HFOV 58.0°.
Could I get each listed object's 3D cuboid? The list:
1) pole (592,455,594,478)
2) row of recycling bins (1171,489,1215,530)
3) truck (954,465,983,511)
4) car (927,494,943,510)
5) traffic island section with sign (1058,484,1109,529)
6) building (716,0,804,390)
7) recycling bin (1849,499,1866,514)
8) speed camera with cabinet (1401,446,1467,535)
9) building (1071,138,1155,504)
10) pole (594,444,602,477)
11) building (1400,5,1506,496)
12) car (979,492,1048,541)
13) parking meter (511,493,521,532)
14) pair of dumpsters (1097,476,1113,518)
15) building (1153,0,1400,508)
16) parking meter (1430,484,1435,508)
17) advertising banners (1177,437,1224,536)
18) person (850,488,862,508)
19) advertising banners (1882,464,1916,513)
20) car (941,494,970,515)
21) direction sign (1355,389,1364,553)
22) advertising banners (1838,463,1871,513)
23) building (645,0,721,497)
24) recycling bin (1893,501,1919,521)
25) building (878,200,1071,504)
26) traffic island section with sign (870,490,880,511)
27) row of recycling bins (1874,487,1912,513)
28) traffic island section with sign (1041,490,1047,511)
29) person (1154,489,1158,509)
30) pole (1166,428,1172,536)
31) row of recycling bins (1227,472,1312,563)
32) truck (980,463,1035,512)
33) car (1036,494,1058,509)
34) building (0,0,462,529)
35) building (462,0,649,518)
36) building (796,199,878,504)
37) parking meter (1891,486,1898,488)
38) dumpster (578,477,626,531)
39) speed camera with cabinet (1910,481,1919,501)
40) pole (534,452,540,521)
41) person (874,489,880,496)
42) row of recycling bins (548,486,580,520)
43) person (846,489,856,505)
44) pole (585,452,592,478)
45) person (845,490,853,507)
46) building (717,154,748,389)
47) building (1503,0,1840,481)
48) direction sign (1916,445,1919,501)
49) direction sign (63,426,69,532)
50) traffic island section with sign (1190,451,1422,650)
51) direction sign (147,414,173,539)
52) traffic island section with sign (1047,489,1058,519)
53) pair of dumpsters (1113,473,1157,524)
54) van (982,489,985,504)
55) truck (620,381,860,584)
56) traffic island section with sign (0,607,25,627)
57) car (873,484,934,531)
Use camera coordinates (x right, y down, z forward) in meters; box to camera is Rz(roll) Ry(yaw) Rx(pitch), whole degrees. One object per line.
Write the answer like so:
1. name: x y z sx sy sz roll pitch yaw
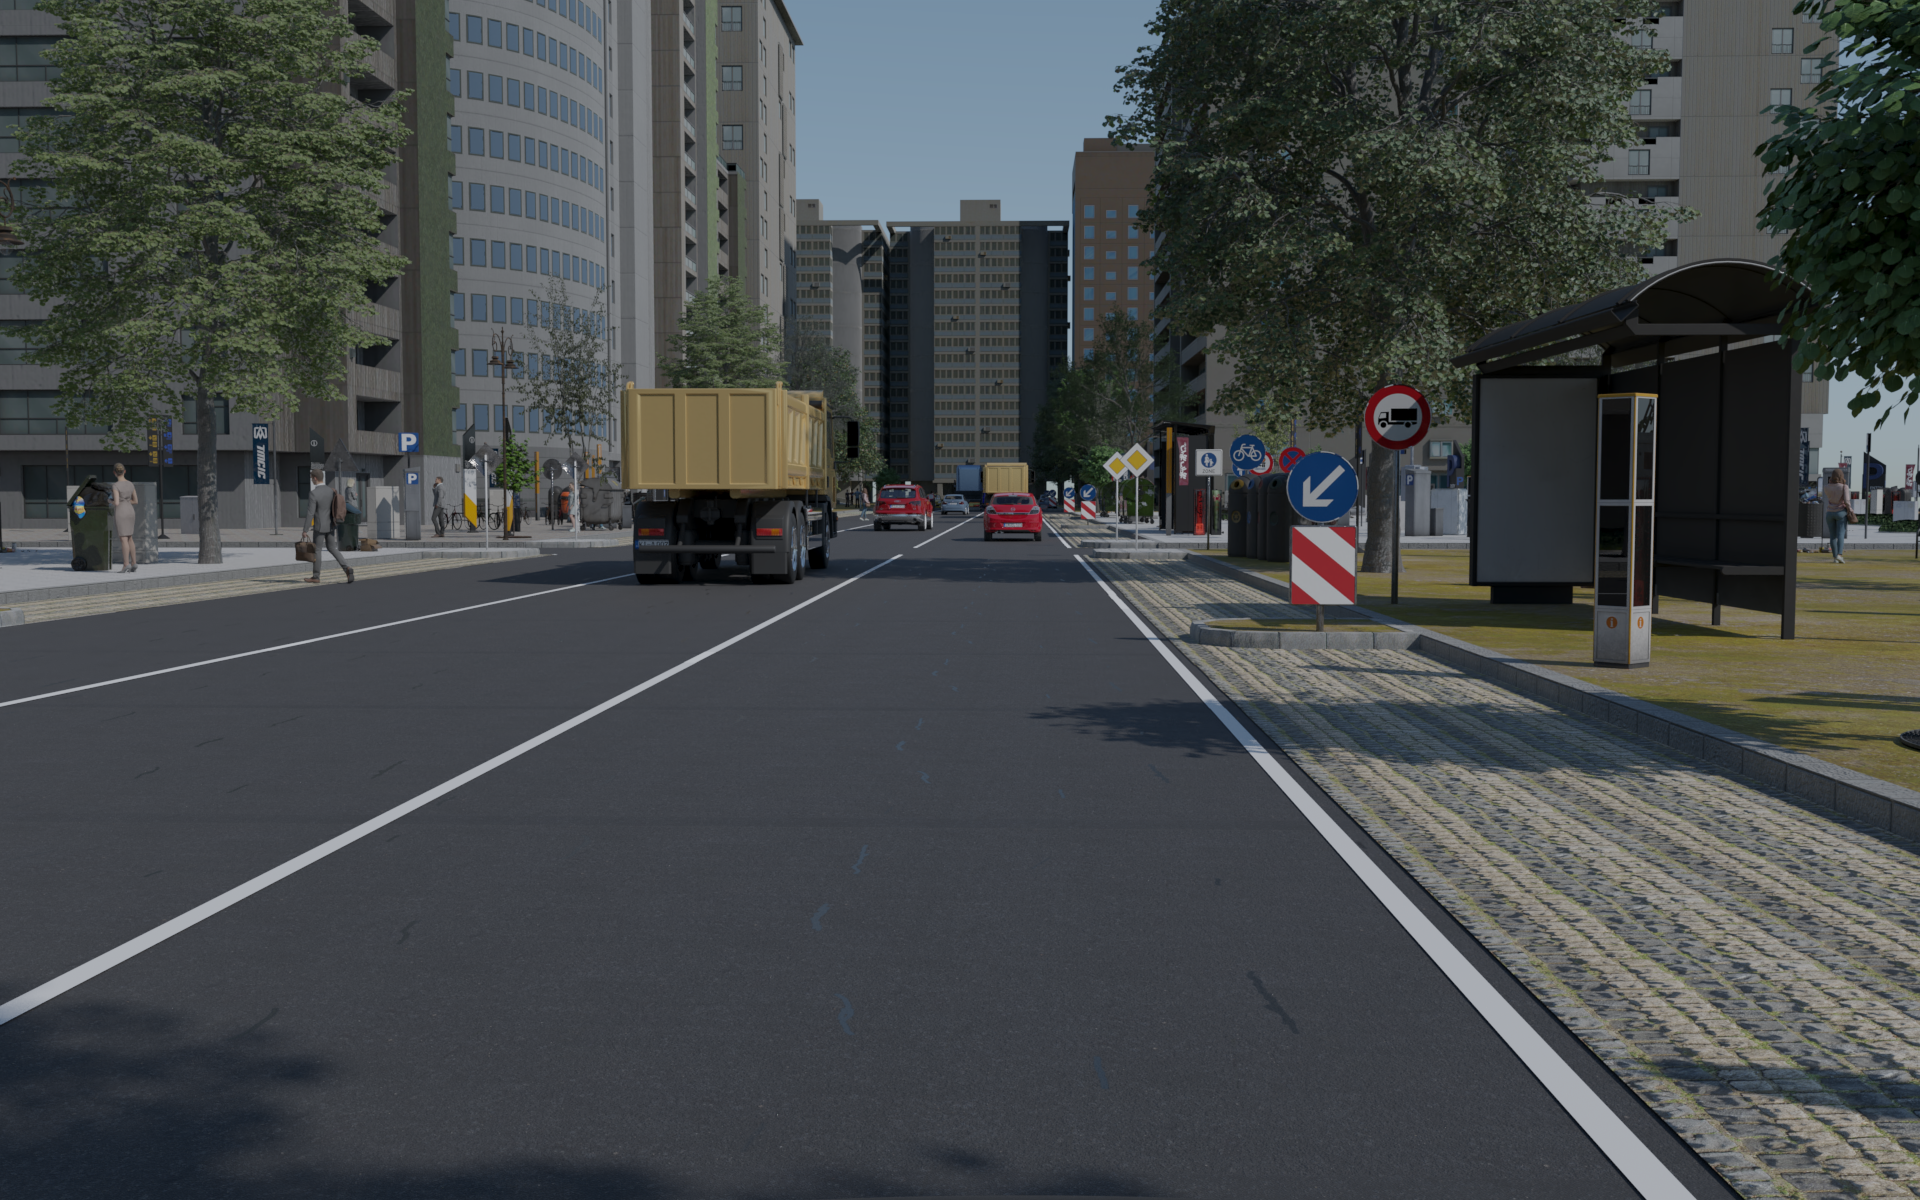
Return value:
1. pole: -19.241 -5.937 90.909 0.158 3.312 0.155 0 3 0
2. row of recycling bins: 8.612 -3.474 63.911 1.069 1.692 3.534 2 4 26
3. truck: 0.726 -10.106 154.995 2.967 4.110 18.799 0 4 1
4. car: -2.471 -9.206 160.749 2.015 1.641 3.980 0 4 0
5. traffic island section with sign: 5.178 -3.864 71.810 1.989 1.847 2.006 0 4 2
6. building: -31.118 -35.808 174.695 27.495 52.752 28.713 0 4 2
7. recycling bin: 42.865 -4.296 82.794 0.722 1.027 0.722 0 4 0
8. speed camera with cabinet: 14.977 -3.693 54.715 2.038 3.252 0.660 3 5 44
9. building: 21.536 -34.900 220.729 14.200 45.320 14.600 0 4 2
10. pole: -14.768 -4.716 70.947 0.158 3.312 0.155 0 3 0
11. building: 28.744 -31.196 133.760 21.300 48.544 21.600 0 4 2
12. car: 1.656 -2.748 53.972 2.155 1.783 4.494 0 4 2
13. parking meter: -15.181 -3.096 59.036 0.372 1.533 0.369 0 3 0
14. pair of dumpsters: 8.459 -5.701 95.701 1.574 2.255 4.437 0 4 2
15. building: 31.276 -33.819 176.645 21.300 48.544 21.600 0 4 2
16. parking meter: 26.519 -5.607 97.387 0.255 1.863 0.399 2 4 26
17. advertising banners: 7.419 -3.505 53.496 2.074 3.025 0.090 -3 4 -38
18. person: -9.525 -9.463 160.751 1.348 1.826 0.705 0 4 -6
19. advertising banners: 54.724 -6.431 101.340 2.074 3.025 0.090 1 4 14
20. car: -0.352 -6.626 120.333 2.014 1.417 4.499 0 4 4
21. direction sign: 8.674 -2.797 37.730 0.379 3.537 0.876 0 4 5
22. advertising banners: 49.838 -6.127 96.356 2.074 3.025 0.090 0 4 0
23. building: -26.215 -27.300 129.953 14.154 41.232 14.086 0 4 2
24. recycling bin: 33.850 -3.024 61.997 0.722 1.027 0.722 2 4 35
25. building: 2.655 -32.994 231.328 23.993 40.220 32.217 0 4 2
26. traffic island section with sign: -6.747 -8.658 150.179 1.989 1.847 2.006 0 4 2
27. row of recycling bins: 57.112 -6.064 106.252 1.069 1.692 3.534 0 4 0
28. traffic island section with sign: 7.849 -8.590 149.071 1.989 1.847 2.006 0 4 2
29. person: 16.836 -8.778 150.358 1.217 1.735 0.721 1 4 21
30. pole: 6.424 -3.634 53.262 0.158 3.312 0.155 0 3 0
31. row of recycling bins: 6.134 -1.651 34.114 1.069 1.692 3.534 0 4 -7
32. truck: 2.851 -6.750 106.290 3.469 3.379 9.791 0 4 3
33. car: 7.926 -8.890 157.348 2.014 1.417 4.499 0 4 1
34. building: -29.186 -18.168 68.753 14.160 30.474 14.107 0 4 2
35. building: -32.466 -34.426 104.871 21.231 58.520 28.212 0 4 2
36. building: -21.367 -32.967 230.898 23.993 40.220 32.217 0 4 2
37. parking meter: 64.907 -7.015 120.410 0.399 1.863 0.255 0 4 0
38. dumpster: -12.649 -3.382 61.052 1.264 1.857 1.865 0 4 2
39. speed camera with cabinet: 66.677 -7.652 119.444 2.038 3.252 0.660 0 4 3
40. pole: -20.361 -5.476 83.378 0.158 3.312 0.155 0 3 0
41. person: -8.618 -10.970 185.408 1.348 1.823 0.705 -1 4 -9
42. row of recycling bins: -19.020 -4.859 86.565 3.534 1.692 1.069 1 4 19
43. person: -12.279 -11.634 196.224 1.348 1.831 0.705 -2 4 -35
44. pole: -18.112 -5.522 84.128 0.158 3.312 0.155 0 3 0
45. person: -10.861 -9.934 169.261 0.742 1.727 0.445 -1 4 -15
46. building: -25.851 -22.833 145.013 14.160 30.474 14.107 0 4 2
47. building: 67.367 -35.639 171.935 27.495 52.752 28.713 0 4 2
48. direction sign: 44.084 -5.367 79.741 0.379 3.537 0.876 2 4 29
49. direction sign: -30.109 -4.064 58.447 0.379 3.537 0.876 -2 4 -24
50. traffic island section with sign: 3.279 -0.501 16.823 1.989 1.847 2.006 0 4 2
51. direction sign: -22.806 -3.513 49.440 0.379 3.537 0.876 1 4 21
52. traffic island section with sign: 6.122 -5.533 99.093 1.989 1.847 2.006 0 4 2
53. pair of dumpsters: 7.712 -4.477 75.686 1.574 2.255 4.437 0 4 2
54. van: 1.879 -11.317 189.419 2.240 2.365 5.245 0 4 1
55. truck: -3.813 -2.156 31.177 3.469 3.379 9.791 0 4 1
56. traffic island section with sign: -11.299 -0.609 18.585 1.989 1.847 2.006 0 4 2
57. car: -2.225 -3.662 68.549 2.281 1.827 5.304 0 4 4
